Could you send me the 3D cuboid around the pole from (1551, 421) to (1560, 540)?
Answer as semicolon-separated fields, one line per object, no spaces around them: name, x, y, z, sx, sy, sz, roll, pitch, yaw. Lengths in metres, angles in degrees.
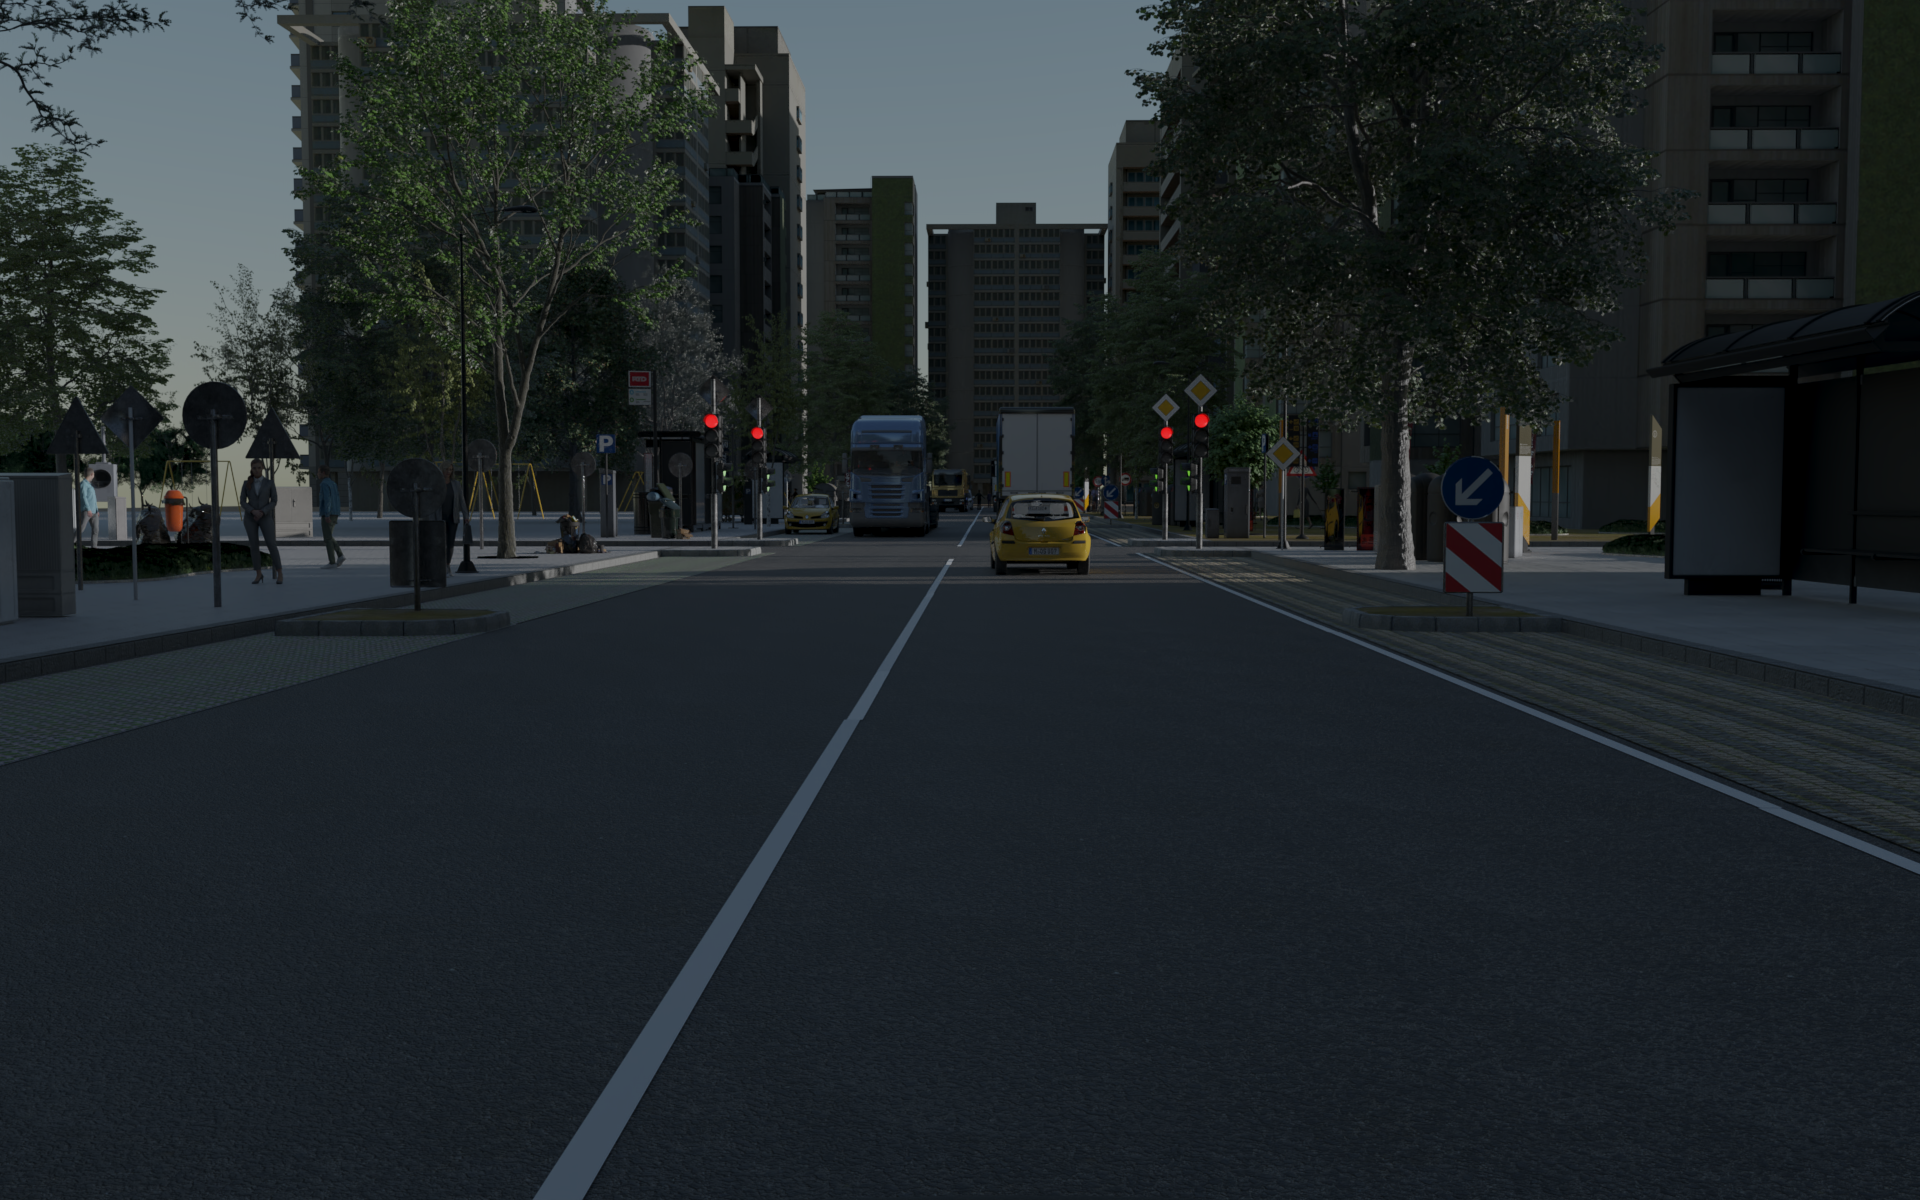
pole;16.561;-3.322;48.151;0.158;3.312;0.155;0;3;0

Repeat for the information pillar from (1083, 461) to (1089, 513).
information pillar;8.546;-7.701;117.266;0.183;3.616;0.504;2;4;35

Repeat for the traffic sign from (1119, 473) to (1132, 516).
traffic sign;9.877;-6.324;103.496;0.768;2.556;0.104;0;4;5

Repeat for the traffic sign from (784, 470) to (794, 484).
traffic sign;-9.258;-5.681;92.617;0.795;2.593;0.064;0;4;6

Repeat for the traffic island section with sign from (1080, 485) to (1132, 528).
traffic island section with sign;6.226;-3.950;73.213;1.989;1.847;2.006;0;4;1

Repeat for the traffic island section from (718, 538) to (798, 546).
traffic island section;-5.667;-1.624;48.826;2.009;0.180;2.903;0;4;1

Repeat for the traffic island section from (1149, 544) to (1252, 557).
traffic island section;5.630;-1.123;40.635;2.009;0.180;2.903;0;4;1

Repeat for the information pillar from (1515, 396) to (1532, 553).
information pillar;12.308;-2.843;37.832;0.504;3.616;0.183;-3;5;-40

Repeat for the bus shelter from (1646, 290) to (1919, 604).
bus shelter;9.698;-1.556;19.366;2.014;3.302;5.546;0;4;1

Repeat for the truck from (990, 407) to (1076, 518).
truck;2.537;-4.438;61.469;2.839;4.237;11.283;0;4;1

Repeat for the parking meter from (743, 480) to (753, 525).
parking meter;-8.915;-4.096;72.687;0.399;1.863;0.255;-1;4;-11

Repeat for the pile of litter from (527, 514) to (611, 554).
pile of litter;-8.473;-1.442;37.536;1.719;0.858;1.176;0;4;8

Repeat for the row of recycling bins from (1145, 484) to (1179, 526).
row of recycling bins;8.782;-3.866;70.325;1.069;1.692;3.534;-1;4;-16

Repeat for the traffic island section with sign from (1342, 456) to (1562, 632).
traffic island section with sign;5.247;-0.623;18.814;1.989;1.847;2.006;0;4;1

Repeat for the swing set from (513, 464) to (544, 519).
swing set;-23.292;-5.598;89.146;3.119;2.851;2.862;1;4;14

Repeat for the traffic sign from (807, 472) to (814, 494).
traffic sign;-8.282;-5.964;97.619;0.768;2.556;0.104;0;4;4

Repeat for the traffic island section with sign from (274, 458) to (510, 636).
traffic island section with sign;-5.879;-0.591;18.298;1.989;1.847;2.006;0;4;1

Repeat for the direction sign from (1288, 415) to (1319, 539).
direction sign;9.831;-3.525;49.639;0.876;3.537;0.379;1;4;18

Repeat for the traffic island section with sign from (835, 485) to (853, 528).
traffic island section with sign;-4.915;-3.963;73.420;1.989;1.847;2.006;0;4;1

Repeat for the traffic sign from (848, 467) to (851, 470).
traffic sign;-6.916;-7.988;124.470;2.265;3.308;0.079;0;4;3

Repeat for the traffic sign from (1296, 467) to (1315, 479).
traffic sign;11.303;-3.485;57.082;0.768;2.556;0.104;0;4;7

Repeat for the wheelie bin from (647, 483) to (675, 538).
wheelie bin;-8.784;-2.623;50.801;0.693;1.594;0.980;1;4;9

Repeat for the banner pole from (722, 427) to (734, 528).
banner pole;-8.681;-4.568;64.696;0.863;3.779;0.401;2;4;25

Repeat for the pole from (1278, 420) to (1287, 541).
pole;8.904;-3.301;47.814;0.158;3.312;0.155;0;3;0

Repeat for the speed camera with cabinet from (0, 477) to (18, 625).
speed camera with cabinet;-10.360;-1.373;16.788;2.038;3.252;0.660;0;4;-8

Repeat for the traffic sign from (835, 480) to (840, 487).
traffic sign;-8.804;-7.360;122.463;0.606;2.300;0.079;0;4;3

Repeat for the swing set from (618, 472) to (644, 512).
swing set;-22.555;-7.618;122.177;2.862;2.851;3.119;0;4;-1

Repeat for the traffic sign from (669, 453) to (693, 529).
traffic sign;-8.619;-3.259;53.396;0.768;2.556;0.104;1;4;8

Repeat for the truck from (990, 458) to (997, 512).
truck;3.874;-9.269;140.464;2.839;4.237;11.283;0;4;1

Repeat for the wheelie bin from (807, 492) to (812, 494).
wheelie bin;-9.171;-6.130;108.125;0.693;1.594;0.980;-3;5;-42

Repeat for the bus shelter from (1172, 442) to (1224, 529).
bus shelter;9.035;-4.339;64.862;2.014;3.302;5.546;0;4;1

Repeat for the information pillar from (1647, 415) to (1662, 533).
information pillar;20.602;-3.672;51.386;0.504;3.616;0.183;-2;4;-34

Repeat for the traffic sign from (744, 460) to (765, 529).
traffic sign;-7.428;-3.831;62.747;0.768;2.556;0.104;0;4;3

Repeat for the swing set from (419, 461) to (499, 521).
swing set;-24.060;-5.227;83.089;3.119;2.851;2.862;1;4;18

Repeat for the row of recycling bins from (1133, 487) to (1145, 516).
row of recycling bins;10.849;-5.752;101.163;1.069;1.692;3.534;0;4;-4

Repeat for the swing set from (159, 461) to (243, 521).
swing set;-35.491;-5.106;81.098;3.119;2.851;2.862;0;4;-2

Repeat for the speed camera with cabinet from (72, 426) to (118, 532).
speed camera with cabinet;-25.683;-3.428;50.389;2.038;3.252;0.660;-1;4;-17

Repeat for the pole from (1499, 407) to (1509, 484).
pole;12.749;-2.861;40.627;0.158;3.312;0.155;0;3;0

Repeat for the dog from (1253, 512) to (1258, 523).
dog;12.772;-3.633;76.229;0.540;0.507;0.406;-1;4;-22

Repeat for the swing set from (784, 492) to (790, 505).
swing set;-13.616;-7.643;122.580;2.862;2.851;3.119;-1;4;-23

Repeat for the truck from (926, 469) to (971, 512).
truck;-0.758;-8.646;137.286;3.469;3.379;9.791;0;4;3

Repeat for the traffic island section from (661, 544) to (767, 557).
traffic island section;-5.809;-1.135;40.843;2.009;0.180;2.903;0;4;1

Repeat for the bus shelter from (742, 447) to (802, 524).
bus shelter;-8.254;-5.047;76.446;2.014;3.302;5.546;0;4;1

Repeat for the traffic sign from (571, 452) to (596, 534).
traffic sign;-11.299;-3.170;51.928;0.768;2.556;0.104;0;4;8

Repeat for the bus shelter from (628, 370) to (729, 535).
bus shelter;-9.610;-4.966;58.827;2.179;5.291;8.768;0;4;1

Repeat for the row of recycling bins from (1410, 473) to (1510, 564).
row of recycling bins;9.263;-1.599;33.253;1.069;1.692;3.534;-1;4;-18

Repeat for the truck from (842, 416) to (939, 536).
truck;-2.266;-4.616;65.227;2.967;4.110;18.799;0;4;1

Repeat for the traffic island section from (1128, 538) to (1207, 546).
traffic island section;5.772;-1.611;48.619;2.009;0.180;2.903;0;4;1

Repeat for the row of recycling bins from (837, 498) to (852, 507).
row of recycling bins;-7.406;-6.527;113.824;1.069;1.692;3.534;1;4;19

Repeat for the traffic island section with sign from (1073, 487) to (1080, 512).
traffic island section with sign;6.699;-5.599;100.164;1.989;1.847;2.006;0;4;1

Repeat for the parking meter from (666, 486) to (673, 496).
parking meter;-8.893;-2.697;52.512;0.372;1.533;0.369;0;3;0
